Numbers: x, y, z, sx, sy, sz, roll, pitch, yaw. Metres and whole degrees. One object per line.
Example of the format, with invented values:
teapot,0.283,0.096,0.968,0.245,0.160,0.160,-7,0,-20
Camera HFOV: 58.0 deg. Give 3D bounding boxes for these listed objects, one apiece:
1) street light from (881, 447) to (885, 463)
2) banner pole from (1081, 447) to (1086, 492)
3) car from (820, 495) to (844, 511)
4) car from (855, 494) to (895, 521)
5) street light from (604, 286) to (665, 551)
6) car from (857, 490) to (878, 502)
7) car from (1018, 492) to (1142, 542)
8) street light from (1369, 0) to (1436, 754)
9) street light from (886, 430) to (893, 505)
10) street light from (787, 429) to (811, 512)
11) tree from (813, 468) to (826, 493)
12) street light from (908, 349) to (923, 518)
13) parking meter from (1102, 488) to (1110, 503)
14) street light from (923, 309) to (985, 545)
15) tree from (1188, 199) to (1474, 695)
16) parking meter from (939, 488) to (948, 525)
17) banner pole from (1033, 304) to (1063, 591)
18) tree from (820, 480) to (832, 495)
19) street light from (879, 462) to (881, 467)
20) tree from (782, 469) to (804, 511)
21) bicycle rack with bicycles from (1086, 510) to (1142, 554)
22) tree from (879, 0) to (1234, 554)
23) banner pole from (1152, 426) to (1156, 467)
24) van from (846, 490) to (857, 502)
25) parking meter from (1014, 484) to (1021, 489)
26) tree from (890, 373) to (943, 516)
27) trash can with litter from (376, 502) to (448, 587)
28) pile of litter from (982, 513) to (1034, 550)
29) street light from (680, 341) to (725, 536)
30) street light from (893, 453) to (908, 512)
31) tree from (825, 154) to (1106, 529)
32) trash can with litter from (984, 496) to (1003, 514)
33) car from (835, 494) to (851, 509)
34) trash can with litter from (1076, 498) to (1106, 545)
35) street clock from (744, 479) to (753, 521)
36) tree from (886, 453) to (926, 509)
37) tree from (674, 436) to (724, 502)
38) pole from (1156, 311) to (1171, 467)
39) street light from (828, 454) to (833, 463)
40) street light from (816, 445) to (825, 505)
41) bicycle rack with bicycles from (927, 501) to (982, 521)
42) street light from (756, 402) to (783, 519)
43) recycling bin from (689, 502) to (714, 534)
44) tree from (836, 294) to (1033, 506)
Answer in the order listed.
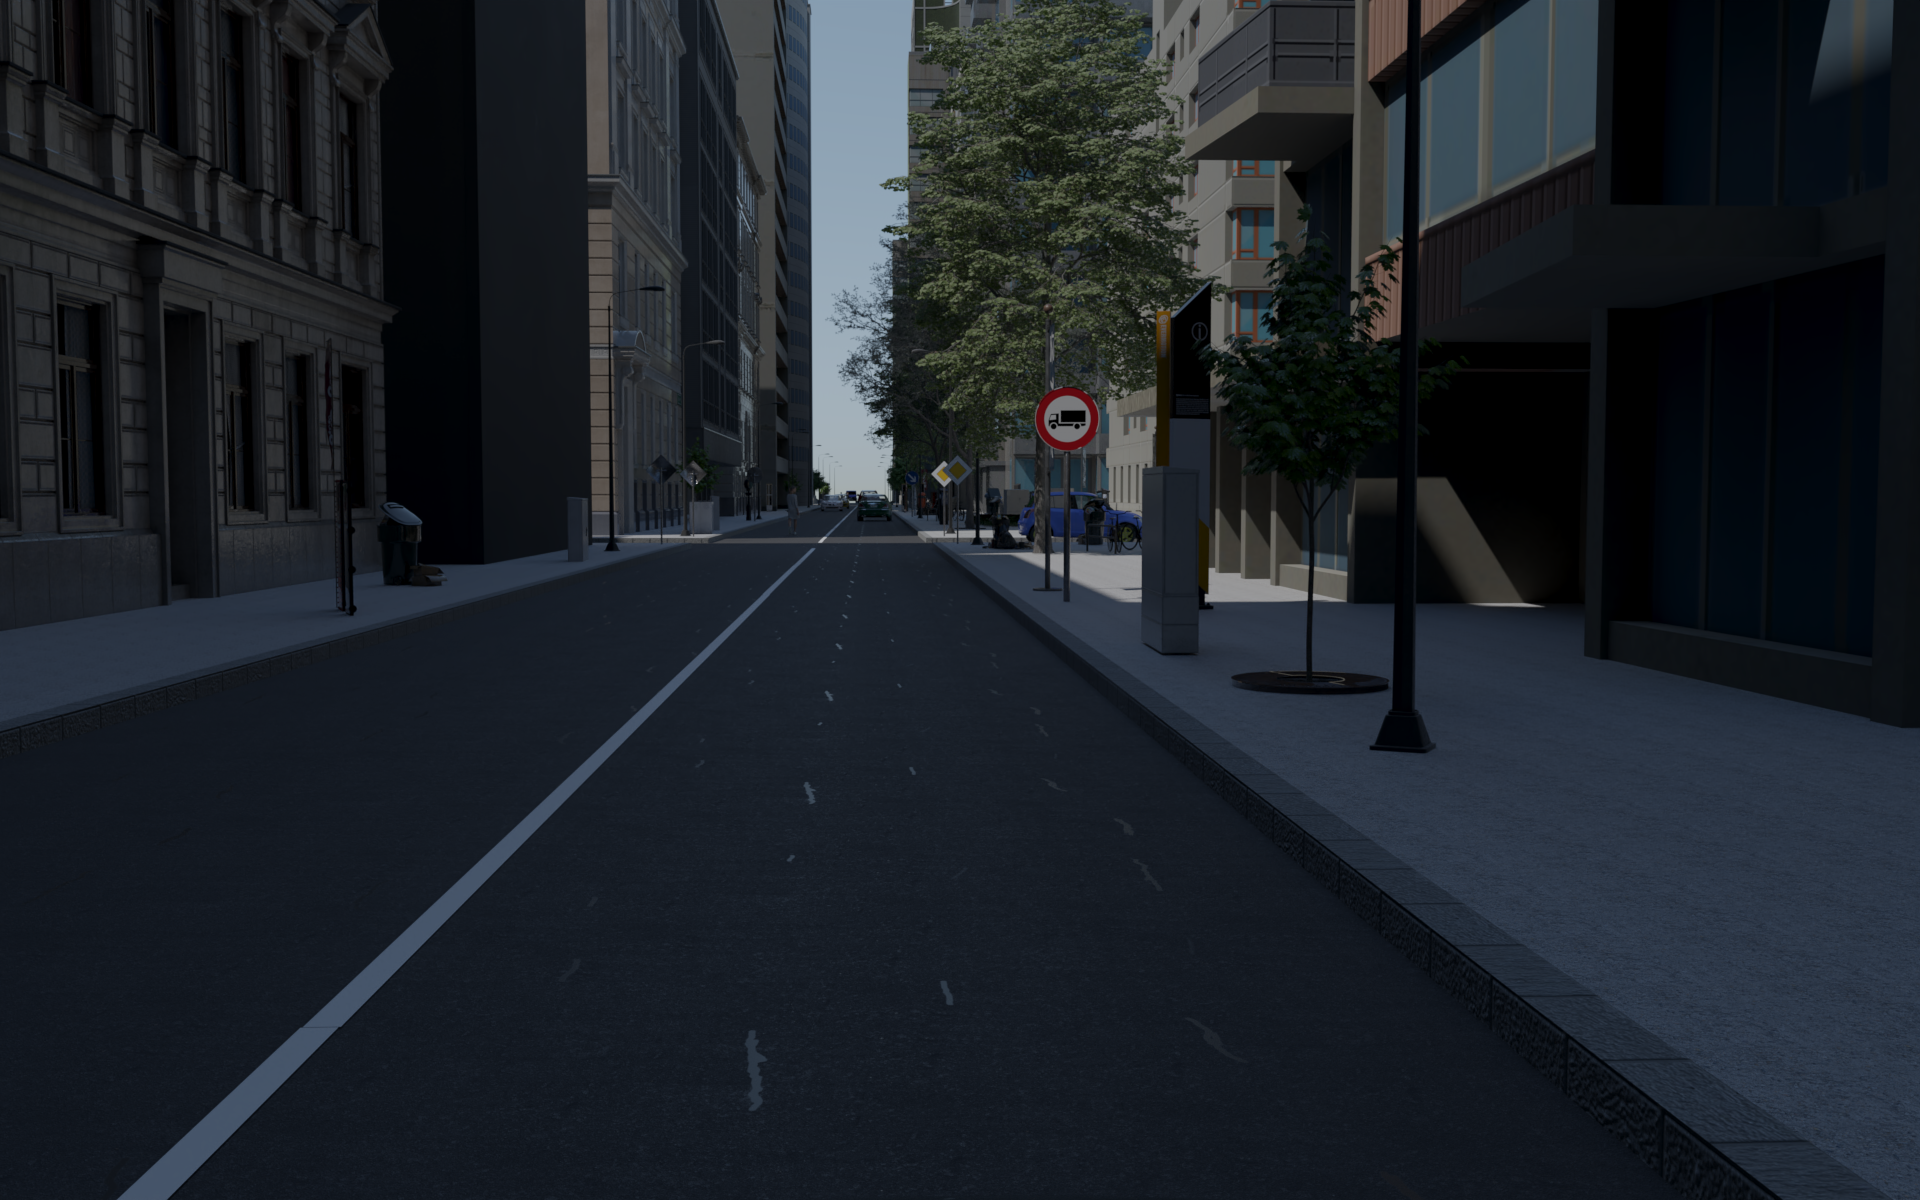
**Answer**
street light,-6.703,-12.015,168.991,1.470,5.913,1.316,0,4,-3
banner pole,5.804,-5.598,81.549,0.401,3.779,0.863,1,4,22
car,-10.834,-8.193,146.320,2.083,1.381,4.827,0,4,-5
car,-4.577,-4.973,93.112,2.131,1.459,4.920,0,4,-1
street light,-7.271,-4.048,38.734,1.470,5.913,1.316,0,4,-3
car,-8.382,-9.236,159.685,2.281,1.827,5.304,0,4,-1
car,3.506,-2.434,49.390,3.694,1.707,1.945,0,4,-3
street light,1.693,-2.201,8.535,1.470,5.913,1.316,0,4,-3
street light,-4.442,-9.416,126.493,1.470,5.913,1.316,0,4,-3
street light,-11.890,-9.544,128.587,1.470,5.913,1.316,0,4,-3
tree,-17.412,-13.464,203.855,4.285,4.588,4.351,0,3,0
street light,-0.840,-5.086,55.699,1.470,5.913,1.316,0,4,-3
parking meter,6.477,-4.191,76.935,0.372,1.533,0.369,0,3,0
street light,-0.097,-4.338,43.473,1.470,5.913,1.316,0,4,-3
tree,2.261,-1.039,11.591,1.663,3.219,1.824,0,3,0
parking meter,-0.671,-3.910,72.346,0.372,1.533,0.369,0,3,0
banner pole,1.181,-1.997,22.675,0.401,3.779,0.863,0,4,-4
tree,-18.033,-14.597,233.263,1.663,3.219,1.824,0,3,0
street light,-8.508,-14.149,203.868,1.470,5.913,1.316,0,4,-3
tree,-12.679,-8.391,131.789,1.663,3.219,1.824,0,3,0
bicycle rack with bicycles,4.025,-1.528,38.370,2.852,0.926,2.925,-1,4,-15
tree,2.000,-7.259,36.805,7.486,12.596,7.792,0,3,0
banner pole,7.115,-4.488,63.396,0.401,3.779,0.863,1,4,18
van,-17.662,-16.922,281.065,2.240,2.365,5.245,0,4,-4
parking meter,3.162,-5.500,95.641,0.255,1.863,0.399,2,4,32
tree,-2.605,-9.255,101.674,4.737,8.622,4.395,0,3,0
trash can with litter,-7.673,-0.793,24.358,1.055,1.170,0.624,2,4,26
pile of litter,1.146,-1.637,40.738,1.176,0.858,1.719,-1,4,-14
street light,-7.800,-4.890,52.493,1.470,5.913,1.316,0,4,-3
street light,-2.628,-7.248,91.047,1.470,5.913,1.316,0,4,-3
tree,0.231,-9.343,63.121,12.009,13.543,11.850,0,3,0
trash can with litter,1.671,-4.791,89.719,0.624,1.170,1.055,3,5,44
car,-11.702,-9.751,169.653,2.015,1.641,3.980,0,4,-3
trash can with litter,3.242,-1.979,43.751,0.624,1.170,1.055,-2,4,-23
street clock,-10.222,-4.840,83.711,0.358,2.002,0.471,2,4,25
tree,-3.951,-8.954,130.119,4.285,4.588,4.351,0,3,0
tree,-8.682,-3.878,58.001,1.663,3.219,1.824,0,3,0
pole,2.279,-1.565,19.428,0.158,3.312,0.155,0,3,0
street light,-15.622,-13.811,198.342,1.470,5.913,1.316,0,4,-3
street light,-13.750,-11.675,163.433,1.470,5.913,1.316,0,4,-3
bicycle rack with bicycles,-0.387,-4.224,82.439,2.852,0.926,2.925,-1,4,-13
street light,-9.643,-7.036,87.574,1.470,5.913,1.316,0,4,-3
recycling bin,-8.338,-2.649,55.860,0.722,1.027,0.722,0,4,-4
tree,-0.857,-8.609,75.161,8.767,10.594,7.601,-1,4,-19
